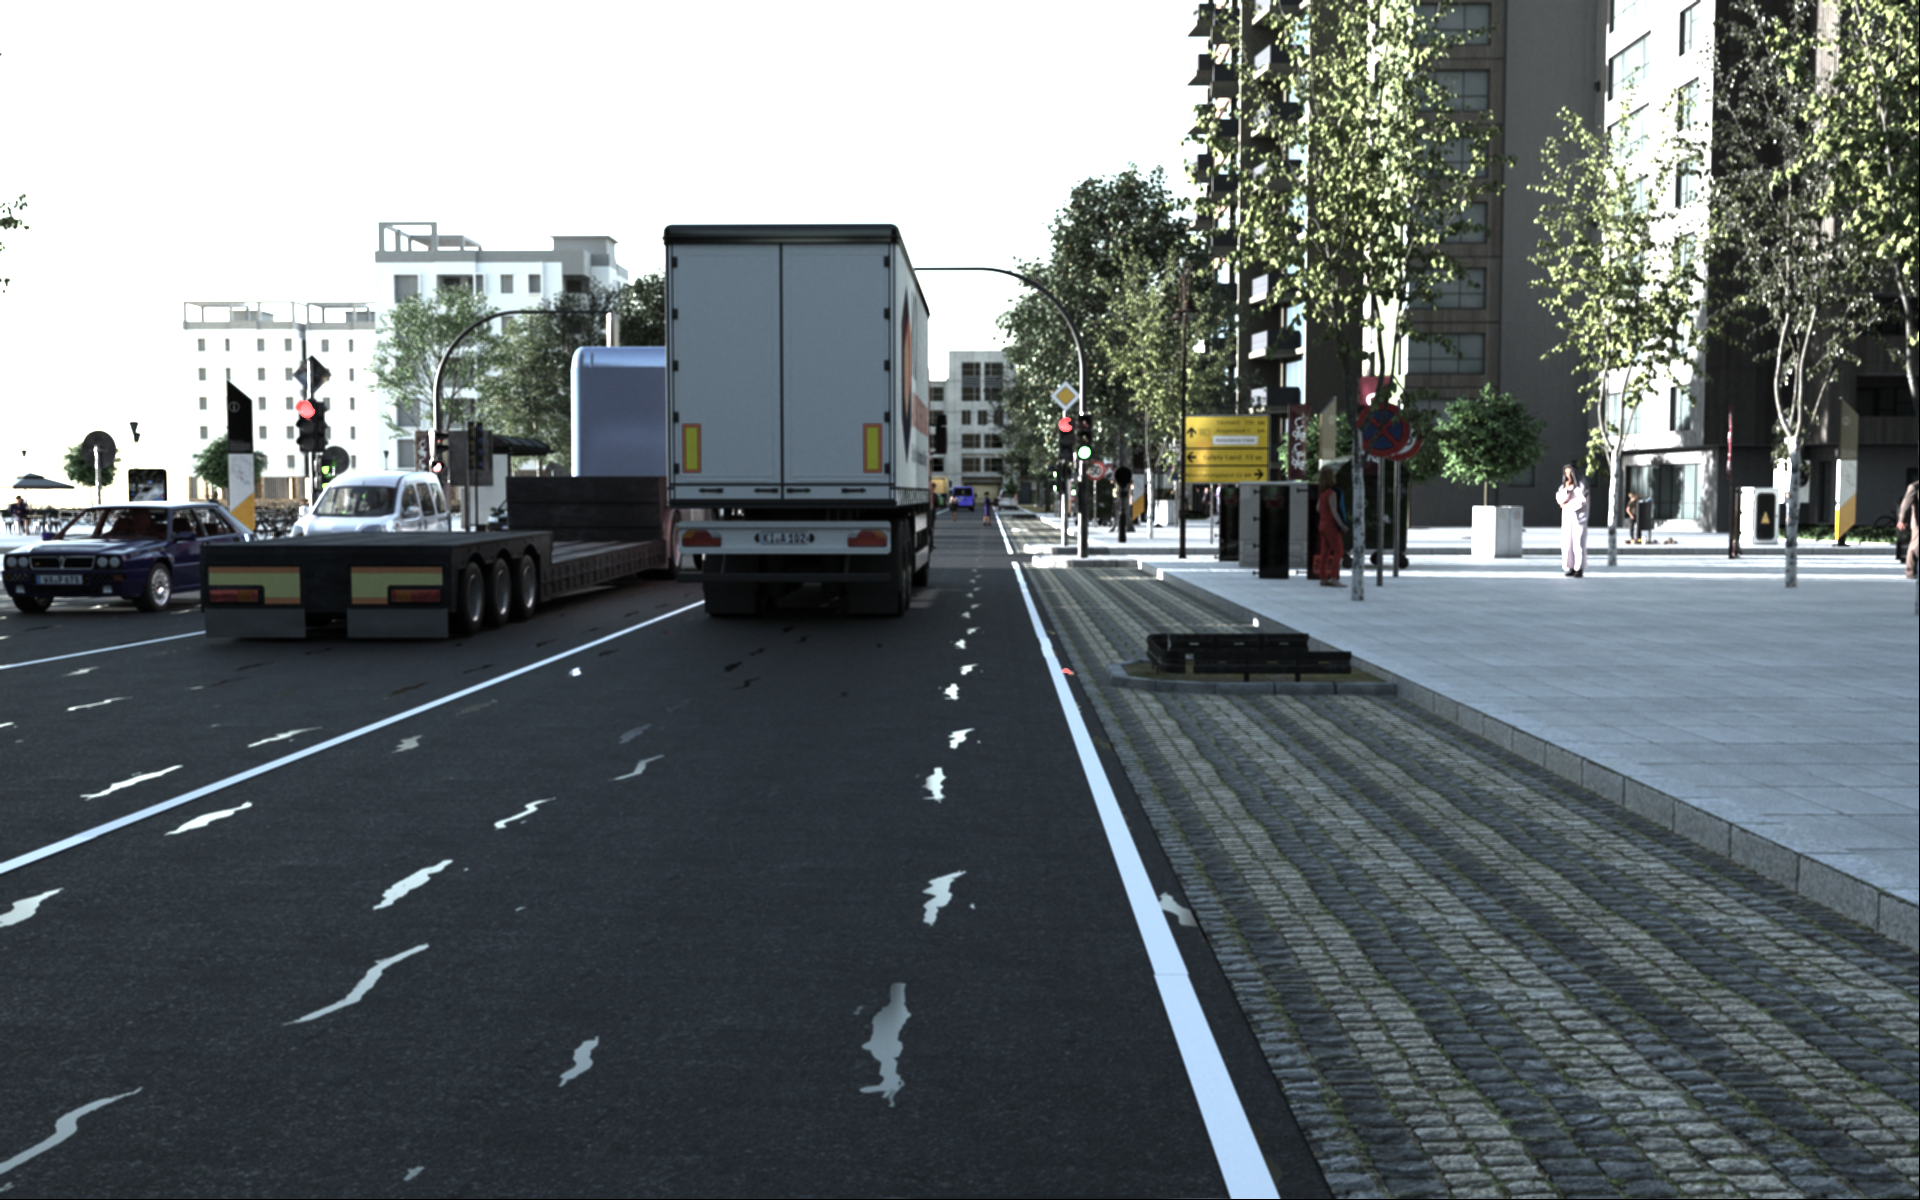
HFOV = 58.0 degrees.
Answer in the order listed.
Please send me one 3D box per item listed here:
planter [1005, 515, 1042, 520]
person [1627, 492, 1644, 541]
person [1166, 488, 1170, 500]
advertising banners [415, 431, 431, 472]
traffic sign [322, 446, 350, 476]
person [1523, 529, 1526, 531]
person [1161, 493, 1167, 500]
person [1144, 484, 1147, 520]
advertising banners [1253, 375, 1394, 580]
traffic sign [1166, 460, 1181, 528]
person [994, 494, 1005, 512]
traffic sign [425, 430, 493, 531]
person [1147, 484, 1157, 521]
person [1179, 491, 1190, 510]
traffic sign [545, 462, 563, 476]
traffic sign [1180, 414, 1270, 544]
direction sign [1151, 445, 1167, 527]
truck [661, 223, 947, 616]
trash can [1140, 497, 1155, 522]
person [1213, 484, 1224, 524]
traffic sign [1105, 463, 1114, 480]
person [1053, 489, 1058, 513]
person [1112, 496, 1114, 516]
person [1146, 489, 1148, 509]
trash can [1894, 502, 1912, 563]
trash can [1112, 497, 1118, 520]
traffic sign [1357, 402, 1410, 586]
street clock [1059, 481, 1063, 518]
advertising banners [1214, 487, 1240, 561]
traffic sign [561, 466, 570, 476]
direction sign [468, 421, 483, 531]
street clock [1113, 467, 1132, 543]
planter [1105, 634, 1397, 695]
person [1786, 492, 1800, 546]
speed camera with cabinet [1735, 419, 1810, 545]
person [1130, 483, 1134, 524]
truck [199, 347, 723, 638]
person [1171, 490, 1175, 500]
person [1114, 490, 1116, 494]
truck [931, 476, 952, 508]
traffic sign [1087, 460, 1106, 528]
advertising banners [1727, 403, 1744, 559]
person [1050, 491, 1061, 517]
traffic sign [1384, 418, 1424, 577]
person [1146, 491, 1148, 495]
[{"bbox_3d":[3.476,-4.506,94.806,1.991,0.319,1.994,0,4,1],"label":"planter"},{"bbox_3d":[18.525,-2.291,47.415,0.435,1.345,0.340,-2,4,-27],"label":"person"},{"bbox_3d":[17.004,-8.293,142.152,0.721,1.766,1.217,0,4,-2],"label":"person"},{"bbox_3d":[-15.352,-3.136,47.459,0.090,3.025,2.074,3,4,38],"label":"advertising banners"},{"bbox_3d":[-16.491,-2.791,45.732,0.768,2.556,0.104,0,4,2],"label":"traffic sign"},{"bbox_3d":[19.014,-2.762,59.482,0.655,0.850,0.859,0,4,-5],"label":"person"},{"bbox_3d":[13.249,-6.288,112.764,0.435,1.345,0.340,1,4,11],"label":"person"},{"bbox_3d":[8.652,-4.523,80.703,0.504,1.737,0.576,-1,4,-10],"label":"person"},{"bbox_3d":[5.420,-1.817,25.895,2.074,3.025,0.090,2,4,25],"label":"advertising banners"},{"bbox_3d":[8.164,-3.999,65.491,0.768,2.556,0.104,1,4,10],"label":"traffic sign"},{"bbox_3d":[3.092,-7.663,136.975,0.799,1.438,0.628,-1,4,-22],"label":"person"},{"bbox_3d":[-15.978,-3.754,55.257,2.265,3.308,0.079,1,4,9],"label":"traffic sign"},{"bbox_3d":[8.994,-4.634,82.338,0.750,1.759,0.617,0,4,4],"label":"person"},{"bbox_3d":[15.971,-7.104,123.139,0.756,1.711,0.436,1,4,15],"label":"person"},{"bbox_3d":[-16.341,-4.254,69.657,0.768,2.556,0.104,1,4,9],"label":"traffic sign"},{"bbox_3d":[6.781,-3.086,44.331,2.265,3.308,0.079,0,4,3],"label":"traffic sign"},{"bbox_3d":[7.653,-4.574,66.783,0.876,3.537,0.379,-3,5,-41],"label":"direction sign"},{"bbox_3d":[-1.730,-2.120,23.576,2.839,4.237,11.283,0,4,1],"label":"truck"},{"bbox_3d":[8.625,-4.170,79.829,0.748,1.137,0.748,0,3,0],"label":"trash can"},{"bbox_3d":[10.844,-4.071,72.472,0.599,1.838,0.709,-3,4,-38],"label":"person"},{"bbox_3d":[6.294,-4.461,72.945,0.884,2.594,0.081,1,4,10],"label":"traffic sign"},{"bbox_3d":[6.616,-6.935,119.575,0.705,1.807,1.348,1,4,20],"label":"person"},{"bbox_3d":[8.638,-5.443,97.410,0.546,1.535,0.453,1,4,8],"label":"person"},{"bbox_3d":[15.565,-8.524,146.135,0.721,1.743,1.217,0,4,-3],"label":"person"},{"bbox_3d":[17.741,-1.255,32.170,0.748,1.137,0.748,0,3,0],"label":"trash can"},{"bbox_3d":[7.159,-4.014,77.289,0.748,1.137,0.748,0,3,0],"label":"trash can"},{"bbox_3d":[5.857,-1.467,24.096,0.768,2.556,0.104,0,4,4],"label":"traffic sign"},{"bbox_3d":[5.421,-5.372,92.405,0.358,2.002,0.471,3,5,43],"label":"street clock"},{"bbox_3d":[5.831,-2.263,33.195,2.074,3.025,0.090,-1,4,-19],"label":"advertising banners"},{"bbox_3d":[-17.933,-4.757,77.881,0.768,2.556,0.104,0,4,5],"label":"traffic sign"},{"bbox_3d":[-15.219,-3.821,54.470,0.379,3.537,0.876,1,4,13],"label":"direction sign"},{"bbox_3d":[4.294,-2.523,45.817,0.471,2.002,0.358,0,4,-4],"label":"street clock"},{"bbox_3d":[2.128,0.481,13.268,1.991,0.319,1.994,0,4,1],"label":"planter"},{"bbox_3d":[20.478,-1.996,42.579,0.340,1.345,0.435,-1,4,-22],"label":"person"},{"bbox_3d":[20.736,-3.048,44.164,2.038,3.252,0.660,-2,4,-25],"label":"speed camera with cabinet"},{"bbox_3d":[7.500,-4.119,73.916,0.750,1.759,0.617,3,5,41],"label":"person"},{"bbox_3d":[-5.968,-2.206,25.829,2.967,4.110,18.799,0,4,1],"label":"truck"},{"bbox_3d":[12.622,-5.784,103.159,0.613,1.512,0.480,2,4,23],"label":"person"},{"bbox_3d":[13.788,-8.771,150.245,0.742,1.727,0.445,0,4,-8],"label":"person"},{"bbox_3d":[-2.672,-11.713,187.432,3.469,3.379,9.791,0,4,0],"label":"truck"},{"bbox_3d":[5.125,-4.003,65.549,0.768,2.556,0.104,0,4,6],"label":"traffic sign"},{"bbox_3d":[15.352,-2.333,34.327,0.090,3.025,2.074,2,4,32],"label":"advertising banners"},{"bbox_3d":[5.406,-5.463,96.086,0.376,1.734,0.841,-3,4,-38],"label":"person"},{"bbox_3d":[6.739,-1.627,26.710,0.768,2.556,0.104,1,4,8],"label":"traffic sign"},{"bbox_3d":[15.439,-8.263,141.150,1.348,1.824,0.705,2,4,35],"label":"person"}]
